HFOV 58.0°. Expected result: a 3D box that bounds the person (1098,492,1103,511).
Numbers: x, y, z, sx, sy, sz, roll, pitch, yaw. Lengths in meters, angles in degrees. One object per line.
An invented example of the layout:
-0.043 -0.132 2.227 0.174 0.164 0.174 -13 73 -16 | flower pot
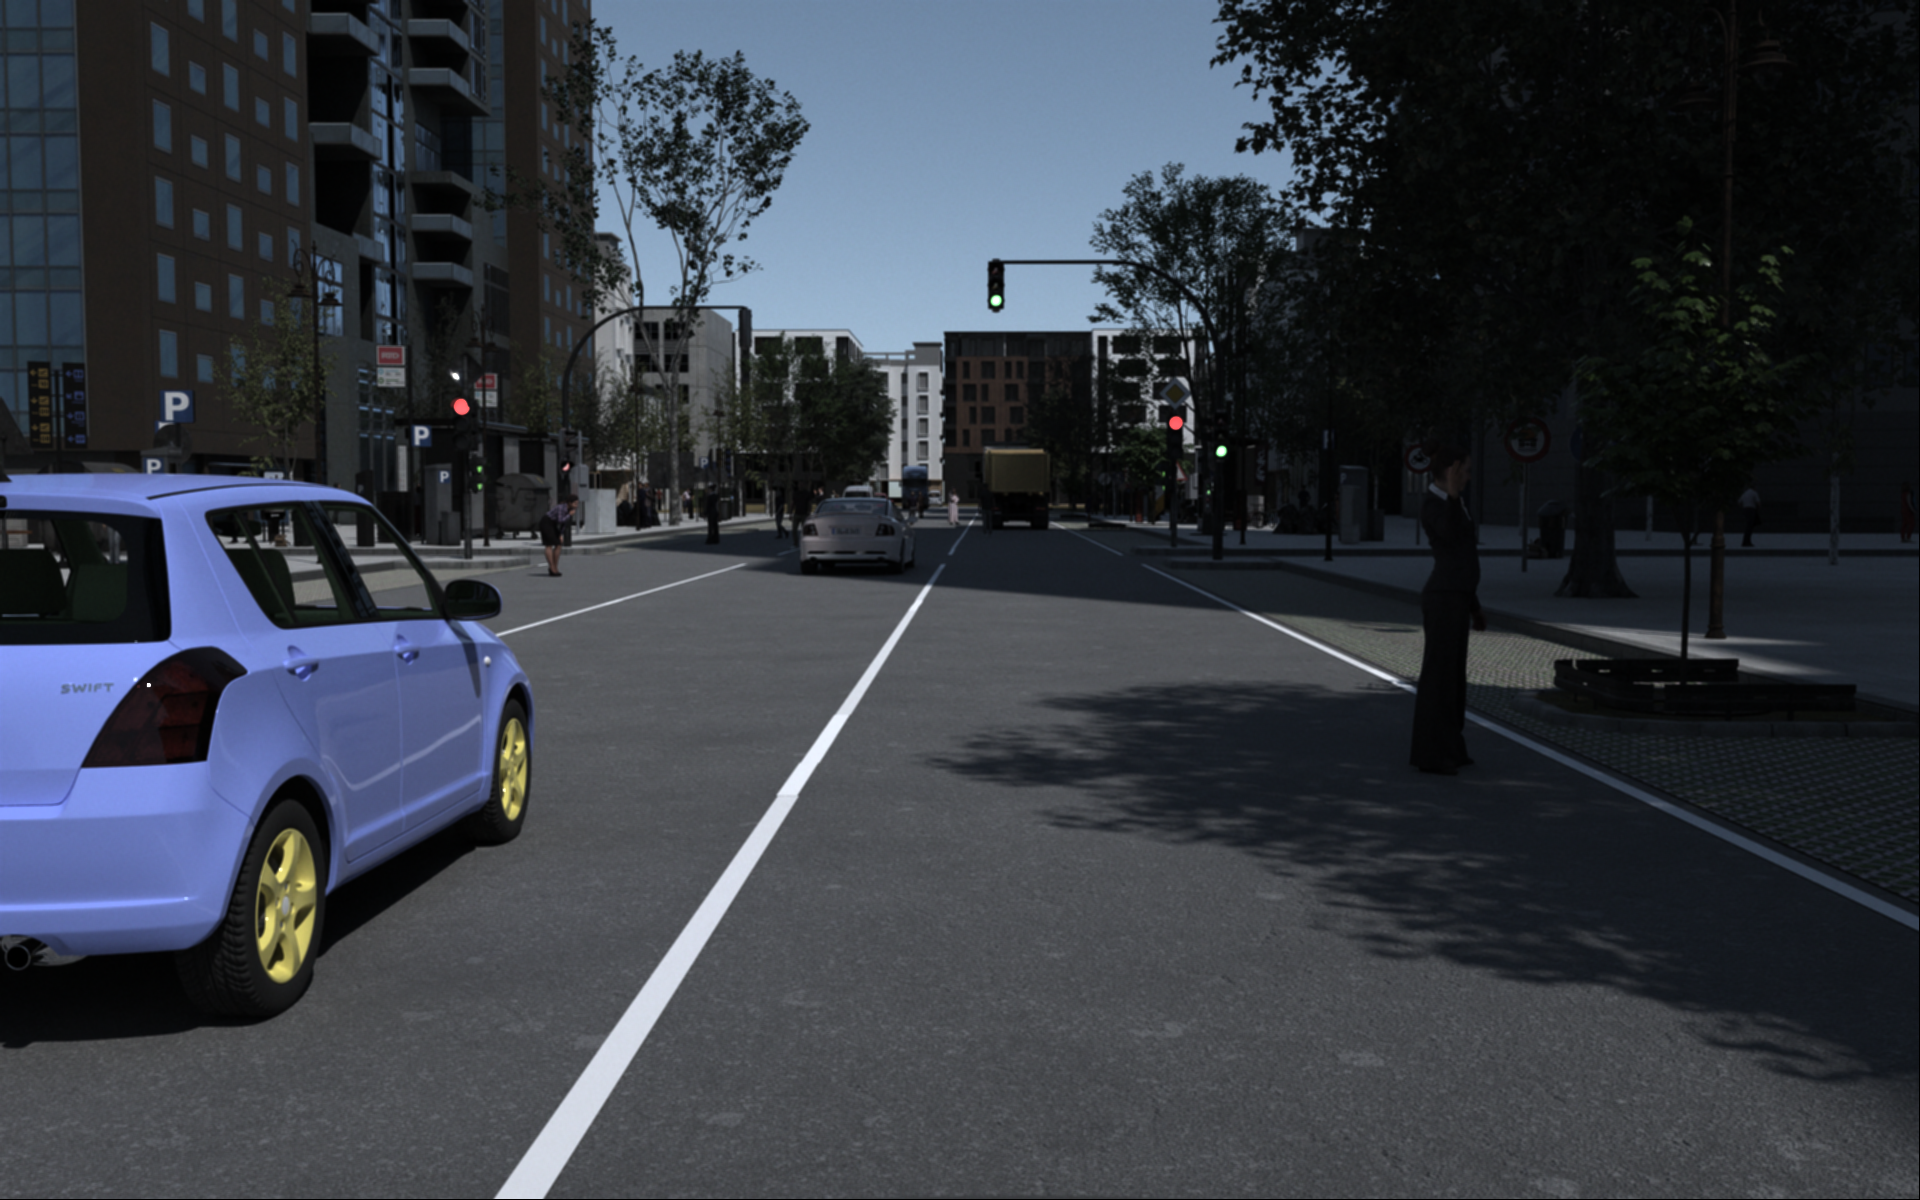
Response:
10.616 -7.612 131.210 1.217 1.736 0.721 -1 4 -22 | person

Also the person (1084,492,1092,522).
6.469 -4.734 88.269 0.546 1.535 0.453 2 4 30 | person

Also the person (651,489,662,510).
-21.028 -6.856 118.855 1.217 1.735 0.721 -2 4 -27 | person

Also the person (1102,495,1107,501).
11.741 -8.015 140.317 0.421 1.427 0.697 2 4 24 | person

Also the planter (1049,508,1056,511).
6.979 -7.494 143.659 1.991 0.319 1.994 0 4 1 | planter

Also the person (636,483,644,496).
-14.560 -4.457 79.358 0.568 1.767 0.683 -2 4 -34 | person

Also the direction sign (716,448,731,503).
-11.669 -5.723 85.562 0.876 3.537 0.379 2 4 28 | direction sign

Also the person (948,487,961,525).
-0.311 -4.394 81.004 0.621 1.740 0.551 2 4 33 | person

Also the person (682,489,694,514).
-17.509 -6.390 111.459 0.756 1.711 0.436 -1 4 -8 | person

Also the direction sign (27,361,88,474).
-15.490 -2.312 29.793 0.876 3.537 0.379 -2 4 -31 | direction sign

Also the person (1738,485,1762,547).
19.286 -2.084 42.336 0.590 1.554 0.614 -1 4 -21 | person

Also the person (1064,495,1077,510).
9.014 -8.213 141.141 1.217 1.723 0.721 -2 4 -27 | person

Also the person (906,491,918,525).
-2.239 -4.185 79.126 0.569 1.553 0.471 2 4 28 | person

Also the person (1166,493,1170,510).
16.936 -8.200 140.044 0.705 1.831 1.348 -3 4 -38 | person

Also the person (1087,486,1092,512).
9.186 -7.133 122.684 0.705 1.821 1.348 1 4 17 | person

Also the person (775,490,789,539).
-5.728 -2.740 55.511 0.471 1.553 0.569 0 4 7 | person

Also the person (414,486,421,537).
-16.342 -2.668 52.128 0.387 1.526 0.523 2 4 32 | person

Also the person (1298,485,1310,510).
17.194 -4.892 86.730 0.576 1.737 0.504 -1 4 -12 | person

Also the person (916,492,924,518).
-2.382 -5.689 103.781 0.482 1.546 0.388 0 4 4 | person

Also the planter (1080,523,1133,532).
5.625 -2.793 66.808 1.991 0.319 1.994 0 4 1 | planter

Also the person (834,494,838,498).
-6.076 -4.606 87.050 0.776 1.435 0.726 3 5 40 | person

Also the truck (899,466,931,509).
-4.340 -11.109 171.383 2.967 4.110 18.799 0 4 -1 | truck

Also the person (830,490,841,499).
-8.500 -6.590 116.963 0.841 1.734 0.376 2 4 29 | person

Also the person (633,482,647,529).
-11.886 -3.516 64.233 0.504 1.737 0.576 -3 5 -44 | person

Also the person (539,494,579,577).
-6.940 -1.120 30.043 0.697 1.427 0.421 1 4 10 | person

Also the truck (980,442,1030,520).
2.554 -6.703 98.508 2.839 4.237 11.283 0 4 1 | truck

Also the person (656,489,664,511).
-23.108 -7.791 133.364 0.705 1.831 1.348 2 4 26 | person

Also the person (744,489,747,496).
-19.214 -8.979 153.296 0.683 1.767 0.568 -1 4 -16 | person

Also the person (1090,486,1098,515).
8.185 -6.099 106.317 0.434 1.755 0.990 3 5 42 | person

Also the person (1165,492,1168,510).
17.041 -8.376 142.616 0.705 1.869 1.348 -2 4 -24 | person

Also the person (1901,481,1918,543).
25.038 -2.321 45.695 0.444 1.614 0.593 2 4 33 | person

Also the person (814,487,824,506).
-5.632 -3.628 68.613 0.742 1.727 0.445 3 5 44 | person

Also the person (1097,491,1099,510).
10.904 -7.946 135.990 0.705 1.821 1.348 -1 4 -14 | person

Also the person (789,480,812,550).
-4.136 -2.209 44.745 0.598 1.807 0.434 2 4 28 | person

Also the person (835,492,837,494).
-14.256 -11.436 196.260 0.721 1.735 1.217 0 4 2 | person

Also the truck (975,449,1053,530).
2.351 -4.740 73.425 3.469 3.379 9.791 0 4 1 | truck

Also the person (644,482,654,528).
-11.943 -3.613 65.934 0.431 1.722 0.655 -2 4 -30 | person

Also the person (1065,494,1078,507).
10.773 -9.910 168.160 1.350 1.814 0.705 1 4 13 | person

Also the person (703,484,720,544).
-7.107 -2.467 49.635 0.445 1.727 0.742 0 4 -1 | person

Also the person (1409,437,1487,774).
2.547 0.030 8.807 0.445 1.727 0.742 0 4 -2 | person

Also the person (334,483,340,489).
-24.780 -3.792 68.769 0.376 1.734 0.841 0 4 3 | person

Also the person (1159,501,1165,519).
10.289 -4.975 89.351 0.435 1.587 0.963 -1 4 -8 | person

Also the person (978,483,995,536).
0.899 -3.081 59.005 0.598 1.807 0.434 -1 4 -10 | person

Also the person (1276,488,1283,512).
22.798 -7.130 123.283 0.621 1.740 0.551 -1 4 -19 | person

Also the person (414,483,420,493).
-23.749 -4.267 75.943 0.434 1.807 0.598 -3 4 -38 | person

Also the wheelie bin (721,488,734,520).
-11.886 -4.838 87.017 0.980 1.594 0.693 -1 4 -18 | wheelie bin
